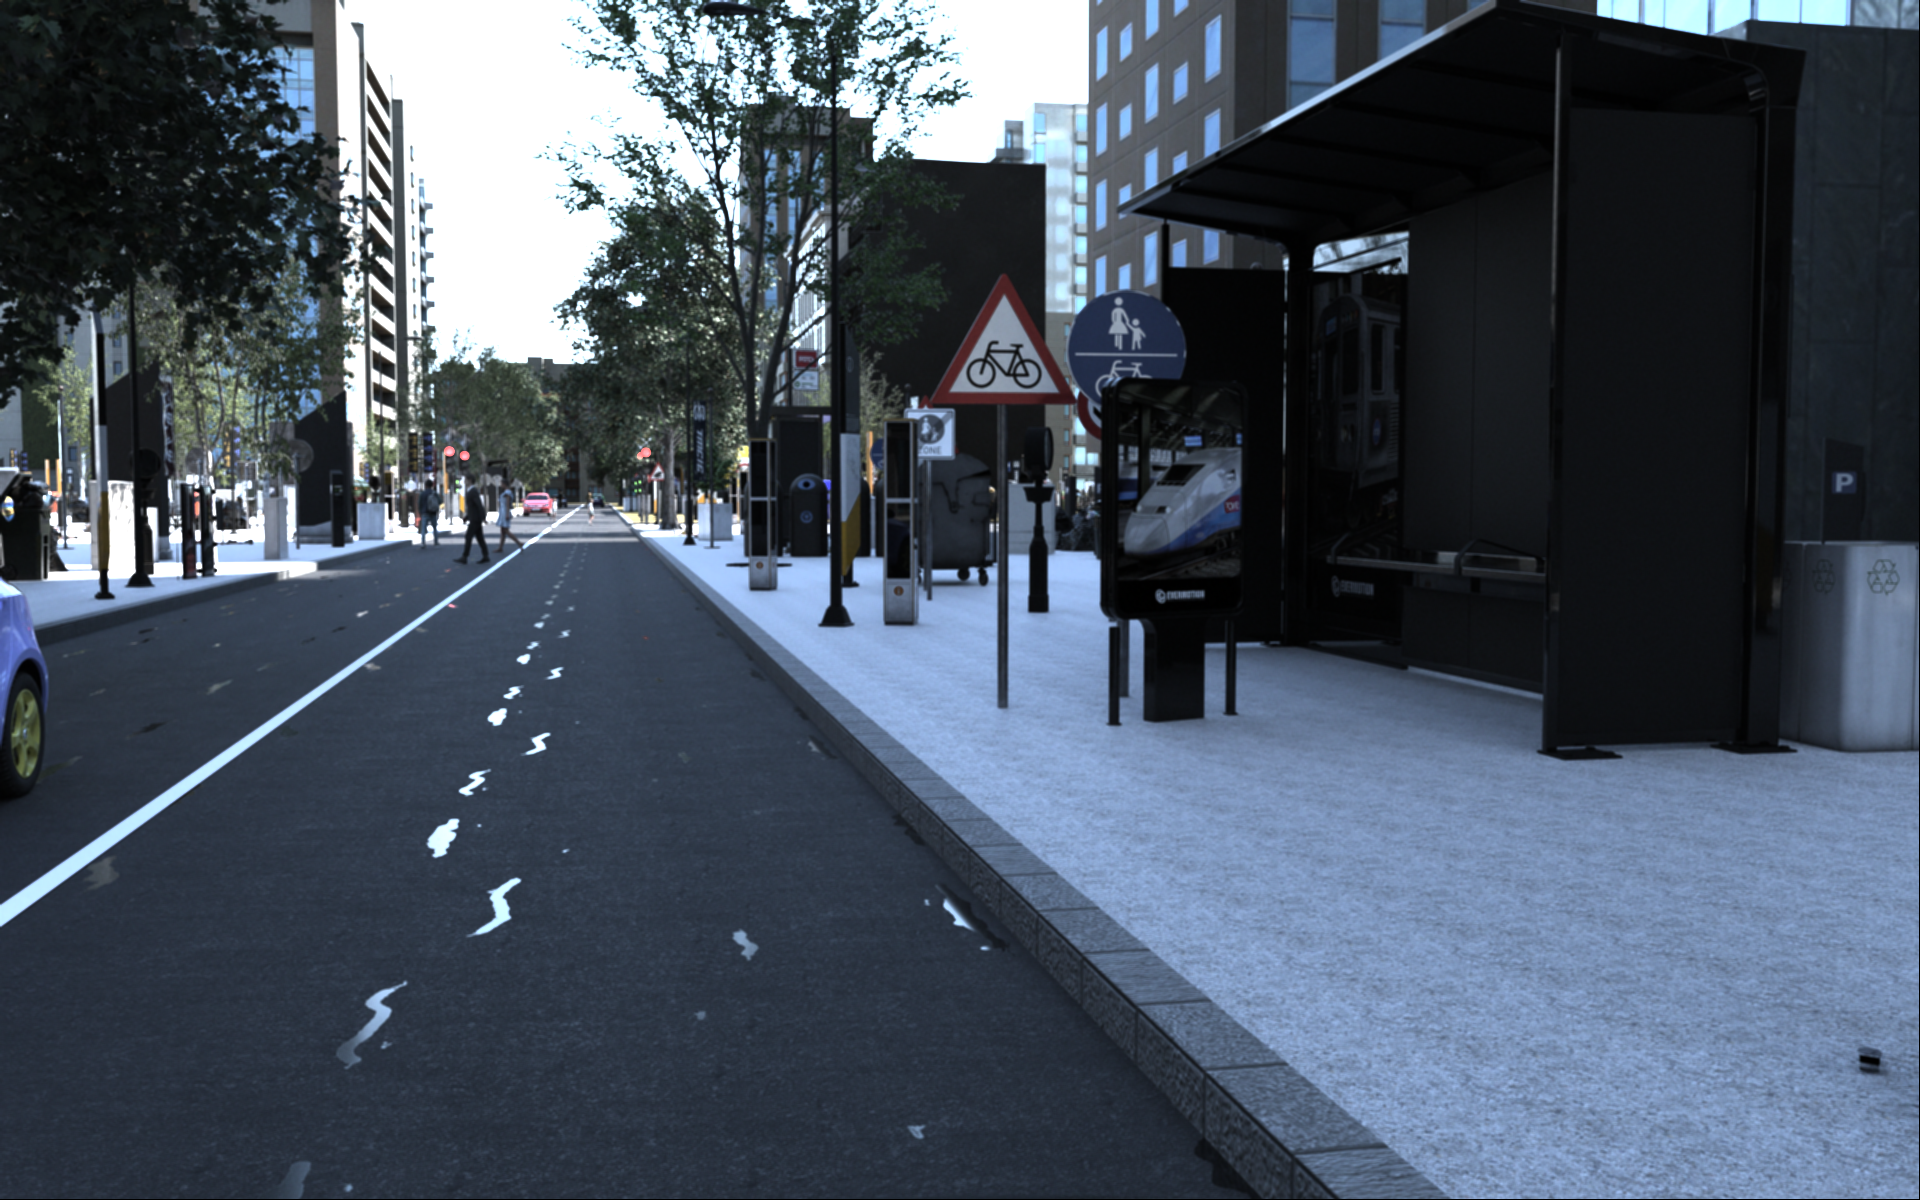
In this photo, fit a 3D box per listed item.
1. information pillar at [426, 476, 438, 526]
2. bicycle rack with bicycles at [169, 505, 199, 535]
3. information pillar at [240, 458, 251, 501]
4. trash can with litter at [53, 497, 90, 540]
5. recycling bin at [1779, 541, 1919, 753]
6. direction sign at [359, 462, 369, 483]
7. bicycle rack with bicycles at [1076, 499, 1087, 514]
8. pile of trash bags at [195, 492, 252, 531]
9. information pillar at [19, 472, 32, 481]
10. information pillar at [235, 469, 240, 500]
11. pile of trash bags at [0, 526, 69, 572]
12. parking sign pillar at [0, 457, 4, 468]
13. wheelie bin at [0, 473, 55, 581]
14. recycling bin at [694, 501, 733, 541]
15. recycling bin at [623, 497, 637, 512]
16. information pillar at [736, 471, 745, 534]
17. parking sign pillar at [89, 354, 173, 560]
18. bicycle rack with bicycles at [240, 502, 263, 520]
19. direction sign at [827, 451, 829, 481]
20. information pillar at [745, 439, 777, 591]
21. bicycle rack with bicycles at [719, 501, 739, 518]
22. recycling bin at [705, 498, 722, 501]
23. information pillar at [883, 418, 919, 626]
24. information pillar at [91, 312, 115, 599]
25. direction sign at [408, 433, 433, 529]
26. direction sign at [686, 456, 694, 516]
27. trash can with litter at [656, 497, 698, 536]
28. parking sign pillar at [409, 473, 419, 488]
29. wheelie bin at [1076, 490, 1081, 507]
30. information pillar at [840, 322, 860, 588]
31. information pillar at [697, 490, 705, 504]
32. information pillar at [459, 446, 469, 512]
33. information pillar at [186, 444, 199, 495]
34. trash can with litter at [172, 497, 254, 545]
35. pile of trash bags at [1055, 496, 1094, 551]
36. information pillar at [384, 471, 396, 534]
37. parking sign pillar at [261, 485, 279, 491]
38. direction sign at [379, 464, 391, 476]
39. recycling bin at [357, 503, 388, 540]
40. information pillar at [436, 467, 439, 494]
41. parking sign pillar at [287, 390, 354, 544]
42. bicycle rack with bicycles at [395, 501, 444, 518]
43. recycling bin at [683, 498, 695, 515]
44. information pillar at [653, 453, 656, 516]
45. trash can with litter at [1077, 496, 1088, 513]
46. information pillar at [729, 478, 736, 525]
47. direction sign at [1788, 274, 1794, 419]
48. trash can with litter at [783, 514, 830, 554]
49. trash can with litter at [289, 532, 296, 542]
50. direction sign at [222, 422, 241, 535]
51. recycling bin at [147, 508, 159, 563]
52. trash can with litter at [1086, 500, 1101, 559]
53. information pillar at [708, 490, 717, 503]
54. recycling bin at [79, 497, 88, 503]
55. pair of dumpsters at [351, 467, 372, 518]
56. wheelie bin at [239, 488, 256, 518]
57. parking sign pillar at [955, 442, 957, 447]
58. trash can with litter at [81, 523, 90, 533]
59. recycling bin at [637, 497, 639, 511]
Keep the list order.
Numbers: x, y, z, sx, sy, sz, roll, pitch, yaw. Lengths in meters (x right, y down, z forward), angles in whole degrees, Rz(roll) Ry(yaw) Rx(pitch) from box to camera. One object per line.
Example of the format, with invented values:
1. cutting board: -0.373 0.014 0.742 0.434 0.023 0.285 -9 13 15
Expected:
1. information pillar: -21.028 -3.945 69.000 0.304 2.012 0.304 1 4 20
2. bicycle rack with bicycles: -25.187 -2.531 54.762 2.925 0.926 2.852 1 4 23
3. information pillar: -45.071 -7.228 109.535 0.504 3.616 0.183 -1 4 -9
4. trash can with litter: -25.468 -2.306 48.762 1.678 1.210 2.233 -1 4 -18
5. recycling bin: 4.684 0.220 8.960 0.722 1.027 0.722 -1 4 -9
6. direction sign: -42.421 -8.033 123.340 0.379 3.537 0.876 2 4 24
7. bicycle rack with bicycles: 9.407 -6.675 122.524 2.925 0.926 2.852 2 4 33
8. pile of trash bags: -26.365 -3.129 60.904 1.912 1.369 3.447 0 4 0
9. information pillar: -31.739 -3.323 58.816 0.304 2.012 0.304 1 4 20
10. information pillar: -58.987 -9.188 141.580 0.504 3.616 0.183 1 4 16
11. pile of trash bags: -15.549 -1.130 28.233 1.912 1.369 3.447 -1 4 -12
12. parking sign pillar: -70.297 -8.417 126.089 1.447 3.967 1.447 -2 4 -29
13. wheelie bin: -13.937 -1.097 25.848 0.693 1.594 0.980 -1 4 -13
14. recycling bin: -6.755 -2.155 47.793 0.722 1.027 0.722 -3 5 -42
15. recycling bin: -24.008 -6.907 125.481 0.722 1.027 0.722 -1 4 -18
16. information pillar: -6.902 -3.114 55.408 0.304 2.012 0.304 0 4 -4
17. parking sign pillar: -16.121 -2.761 33.622 1.447 3.967 1.447 0 4 -4
18. bicycle rack with bicycles: -34.951 -4.314 83.909 2.852 0.926 2.925 -3 5 -45
19. direction sign: -6.910 -6.050 90.906 0.379 3.537 0.876 -1 4 -10
20. information pillar: -2.626 -1.136 23.073 0.304 2.012 0.304 1 4 12
21. bicycle rack with bicycles: -12.313 -4.936 94.090 2.925 0.926 2.852 -2 4 -34
22. recycling bin: -14.181 -5.338 99.836 0.722 1.027 0.722 3 5 42
23. information pillar: -0.578 -0.765 16.992 0.304 2.012 0.304 0 4 8
24. information pillar: -10.467 -1.820 21.106 0.183 3.616 0.504 -2 4 -32
25. direction sign: -19.867 -4.396 63.870 0.876 3.537 0.379 0 4 -1
26. direction sign: -15.879 -6.796 103.110 0.876 3.537 0.379 0 4 -7
27. trash can with litter: -8.359 -2.608 53.701 1.678 1.210 2.233 -2 4 -31
28. parking sign pillar: -41.315 -8.738 131.332 1.447 3.967 1.447 0 4 3
29. wheelie bin: 8.357 -7.233 126.171 0.980 1.594 0.693 1 4 19
30. information pillar: -1.521 -1.991 23.903 0.183 3.616 0.504 1 4 22
31. information pillar: -14.874 -6.592 99.139 0.504 3.616 0.183 -3 4 -37
32. information pillar: -23.281 -5.510 81.446 0.504 3.616 0.183 1 4 10
33. information pillar: -34.215 -5.249 77.182 0.183 3.616 0.504 3 5 41
34. trash can with litter: -18.719 -2.021 44.106 2.233 1.210 1.678 1 4 11
35. pile of trash bags: 2.599 -1.877 40.438 1.912 1.369 3.447 -2 4 -24
36. information pillar: -18.320 -3.127 55.618 0.304 2.012 0.304 0 4 -8
37. parking sign pillar: -41.342 -7.160 105.539 1.447 3.967 1.447 1 4 10
38. direction sign: -43.843 -8.567 132.060 0.876 3.537 0.379 -2 4 -32
39. recycling bin: -16.533 -2.215 48.764 0.722 1.027 0.722 -1 4 -9
40. information pillar: -40.661 -8.753 134.473 0.504 3.616 0.183 -1 4 -21
41. parking sign pillar: -16.560 -3.458 45.018 1.447 3.967 1.447 0 4 -7
42. bicycle rack with bicycles: -29.777 -4.984 94.875 2.925 0.926 2.852 3 5 42
43. recycling bin: -16.324 -5.657 105.045 0.722 1.027 0.722 -2 4 -33
44. information pillar: -17.526 -6.625 99.669 0.183 3.616 0.504 0 4 7
45. trash can with litter: 7.750 -6.097 110.750 1.678 1.210 2.233 2 4 30
46. information pillar: -9.286 -4.066 70.970 0.304 2.012 0.304 -1 4 -21
47. direction sign: 8.164 -1.594 18.060 0.876 3.537 0.379 1 4 17
48. trash can with litter: -3.401 -1.645 37.947 1.678 1.210 2.233 2 4 34
49. trash can with litter: -17.373 -2.132 46.250 1.055 1.170 0.624 0 4 -5
50. direction sign: -22.998 -3.838 54.754 0.379 3.537 0.876 1 4 11
51. recycling bin: -15.248 -1.181 31.861 0.722 1.027 0.722 0 4 -3
52. trash can with litter: 2.967 -1.392 34.141 0.624 1.170 1.055 2 4 29
53. information pillar: -13.763 -6.424 96.390 0.504 3.616 0.183 -1 4 -20
54. recycling bin: -72.546 -7.978 142.991 0.722 1.027 0.722 1 4 16
55. pair of dumpsters: -21.626 -3.550 60.533 1.574 2.255 4.437 -1 4 -12
56. wheelie bin: -38.811 -5.294 94.467 0.980 1.594 0.693 -1 4 -23
57. parking sign pillar: -0.379 -6.200 89.839 1.447 3.967 1.447 -2 4 -26
58. trash can with litter: -28.617 -2.823 57.542 0.624 1.170 1.055 1 4 21
59. recycling bin: -24.961 -7.319 132.221 0.722 1.027 0.722 1 4 14
